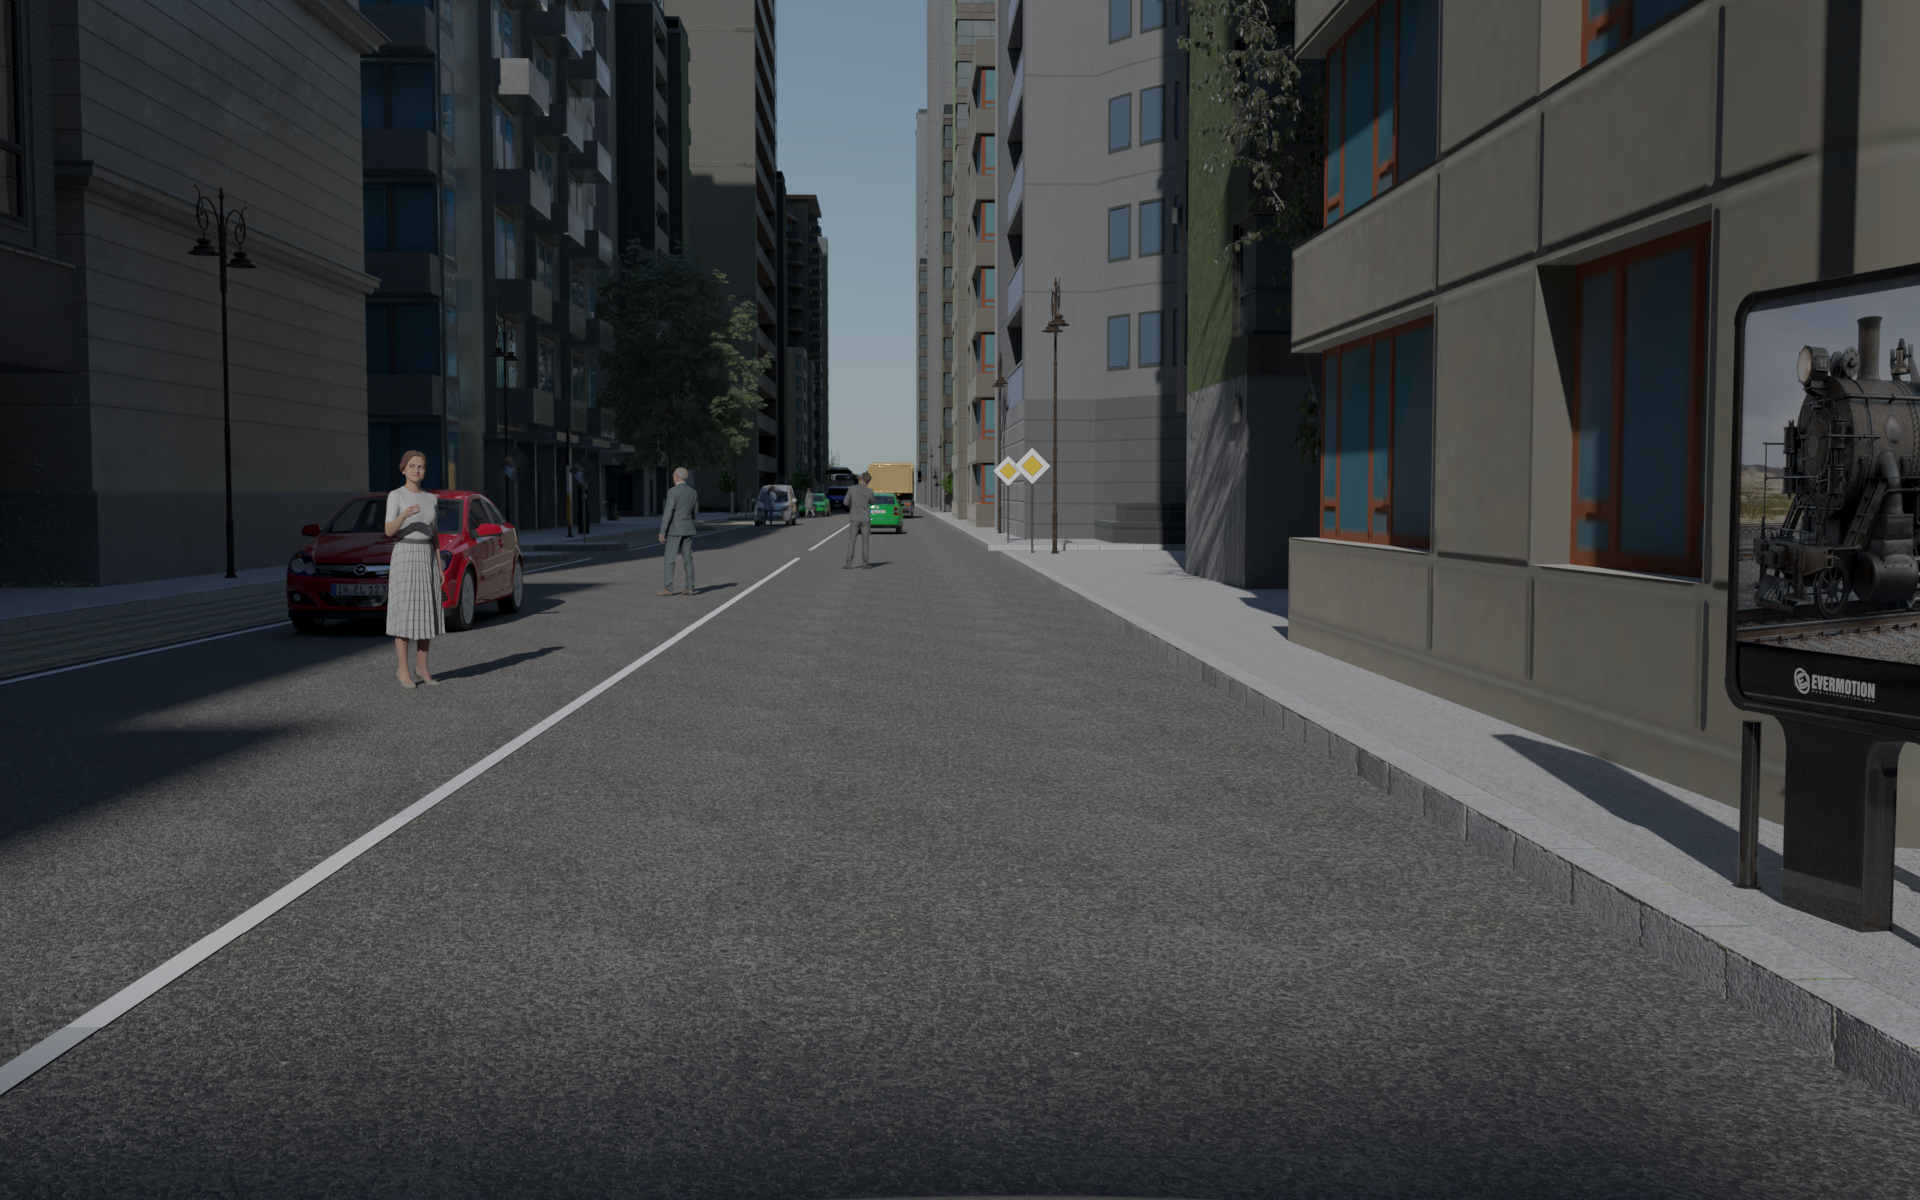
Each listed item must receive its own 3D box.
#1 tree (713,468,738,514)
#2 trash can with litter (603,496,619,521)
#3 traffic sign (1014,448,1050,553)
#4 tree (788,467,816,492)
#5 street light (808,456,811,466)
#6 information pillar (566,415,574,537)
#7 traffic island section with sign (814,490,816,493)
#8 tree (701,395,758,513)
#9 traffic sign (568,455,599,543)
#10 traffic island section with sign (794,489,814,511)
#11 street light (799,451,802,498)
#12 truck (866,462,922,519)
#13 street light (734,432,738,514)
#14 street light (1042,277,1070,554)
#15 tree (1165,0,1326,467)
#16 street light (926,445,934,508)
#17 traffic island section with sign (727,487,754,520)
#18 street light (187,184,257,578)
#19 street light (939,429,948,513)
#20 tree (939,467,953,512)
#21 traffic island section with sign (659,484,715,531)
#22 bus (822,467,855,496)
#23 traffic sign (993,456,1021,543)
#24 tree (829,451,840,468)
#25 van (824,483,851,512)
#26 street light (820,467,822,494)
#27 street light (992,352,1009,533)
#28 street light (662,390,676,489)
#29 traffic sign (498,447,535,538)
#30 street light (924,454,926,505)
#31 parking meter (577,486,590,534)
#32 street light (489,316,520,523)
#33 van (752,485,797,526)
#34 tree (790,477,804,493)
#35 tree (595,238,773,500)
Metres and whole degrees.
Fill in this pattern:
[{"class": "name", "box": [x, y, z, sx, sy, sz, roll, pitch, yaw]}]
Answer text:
[{"class": "tree", "box": [-15.299, -7.236, 112.908, 1.663, 3.219, 1.824, 0, 3, 0]}, {"class": "trash can with litter", "box": [-16.707, -4.381, 83.013, 0.624, 1.170, 1.055, 0, 4, 2]}, {"class": "traffic sign", "box": [1.558, -2.068, 37.449, 0.795, 2.450, 0.064, 0, 4, -2]}, {"class": "tree", "box": [-17.831, -12.900, 194.625, 4.285, 4.588, 4.351, 0, 3, 0]}, {"class": "street light", "box": [-17.737, -14.191, 204.805, 0.468, 5.910, 1.993, 0, 4, -2]}, {"class": "information pillar", "box": [-11.561, -3.660, 51.193, 0.183, 3.616, 0.504, 0, 4, -7]}, {"class": "traffic island section with sign", "box": [-14.521, -9.994, 172.030, 1.989, 1.847, 2.006, 0, 4, -2]}, {"class": "tree", "box": [-15.381, -10.158, 116.447, 4.737, 8.622, 4.395, 0, 3, 0]}, {"class": "traffic sign", "box": [-9.776, -2.532, 45.041, 0.795, 2.450, 0.064, 0, 4, -2]}, {"class": "traffic island section with sign", "box": [-13.517, -8.347, 145.093, 1.989, 1.847, 2.006, 0, 4, -2]}, {"class": "street light", "box": [-17.168, -13.076, 186.571, 0.468, 5.910, 1.993, 0, 4, -2]}, {"class": "truck", "box": [-4.071, -6.629, 104.307, 3.469, 3.379, 9.791, 0, 4, -1]}, {"class": "street light", "box": [-14.271, -8.409, 110.279, 0.468, 5.910, 1.993, 0, 4, -2]}, {"class": "street light", "box": [2.039, -3.931, 37.066, 0.468, 5.910, 1.993, 0, 4, -2]}, {"class": "tree", "box": [3.981, -4.103, 17.442, 4.360, 8.622, 3.978, 0, 3, 0]}, {"class": "street light", "box": [-2.713, -11.708, 164.218, 0.468, 5.910, 1.993, 0, 4, -2]}, {"class": "traffic island section with sign", "box": [-11.649, -5.262, 94.669, 1.989, 1.847, 2.006, 0, 4, -2]}, {"class": "street light", "box": [-11.137, -3.272, 26.280, 0.468, 5.910, 1.993, 0, 4, -2]}, {"class": "street light", "box": [-1.043, -9.013, 120.154, 0.468, 5.910, 1.993, 0, 4, -2]}, {"class": "tree", "box": [-0.598, -7.913, 123.975, 1.663, 3.219, 1.824, 0, 3, 0]}, {"class": "traffic island section with sign", "box": [-10.650, -3.615, 67.732, 1.989, 1.847, 2.006, 0, 4, -2]}, {"class": "bus", "box": [-10.958, -10.212, 158.511, 2.896, 3.916, 12.252, 0, 4, -2]}, {"class": "traffic sign", "box": [1.262, -2.556, 45.429, 0.795, 2.450, 0.064, 0, 4, -2]}, {"class": "tree", "box": [-20.809, -20.144, 279.718, 4.360, 8.622, 3.978, 0, 3, 0]}, {"class": "van", "box": [-9.794, -8.303, 140.132, 2.240, 2.365, 5.245, 0, 4, -1]}, {"class": "street light", "box": [-18.972, -16.139, 236.652, 0.468, 5.910, 1.993, 0, 4, -2]}, {"class": "street light", "box": [1.299, -5.106, 56.272, 0.468, 5.910, 1.993, 0, 4, -2]}, {"class": "street light", "box": [-12.998, -6.399, 77.414, 0.468, 5.910, 1.993, 0, 4, -2]}, {"class": "traffic sign", "box": [-9.479, -2.044, 37.061, 0.795, 2.450, 0.064, 0, 4, -2]}, {"class": "street light", "box": [-3.884, -13.689, 196.603, 0.468, 5.910, 1.993, 0, 4, -2]}, {"class": "parking meter", "box": [-12.144, -2.903, 55.871, 0.372, 1.533, 0.369, 0, 3, 0]}, {"class": "street light", "box": [-11.831, -4.425, 45.135, 0.468, 5.910, 1.993, 0, 4, -2]}, {"class": "van", "box": [-8.375, -4.379, 78.608, 2.013, 2.044, 4.112, 0, 4, -1]}, {"class": "tree", "box": [-17.979, -12.020, 191.123, 1.663, 3.219, 1.824, 0, 3, 0]}, {"class": "tree", "box": [-14.358, -11.010, 86.664, 9.857, 13.997, 8.962, 0, 3, 0]}]
